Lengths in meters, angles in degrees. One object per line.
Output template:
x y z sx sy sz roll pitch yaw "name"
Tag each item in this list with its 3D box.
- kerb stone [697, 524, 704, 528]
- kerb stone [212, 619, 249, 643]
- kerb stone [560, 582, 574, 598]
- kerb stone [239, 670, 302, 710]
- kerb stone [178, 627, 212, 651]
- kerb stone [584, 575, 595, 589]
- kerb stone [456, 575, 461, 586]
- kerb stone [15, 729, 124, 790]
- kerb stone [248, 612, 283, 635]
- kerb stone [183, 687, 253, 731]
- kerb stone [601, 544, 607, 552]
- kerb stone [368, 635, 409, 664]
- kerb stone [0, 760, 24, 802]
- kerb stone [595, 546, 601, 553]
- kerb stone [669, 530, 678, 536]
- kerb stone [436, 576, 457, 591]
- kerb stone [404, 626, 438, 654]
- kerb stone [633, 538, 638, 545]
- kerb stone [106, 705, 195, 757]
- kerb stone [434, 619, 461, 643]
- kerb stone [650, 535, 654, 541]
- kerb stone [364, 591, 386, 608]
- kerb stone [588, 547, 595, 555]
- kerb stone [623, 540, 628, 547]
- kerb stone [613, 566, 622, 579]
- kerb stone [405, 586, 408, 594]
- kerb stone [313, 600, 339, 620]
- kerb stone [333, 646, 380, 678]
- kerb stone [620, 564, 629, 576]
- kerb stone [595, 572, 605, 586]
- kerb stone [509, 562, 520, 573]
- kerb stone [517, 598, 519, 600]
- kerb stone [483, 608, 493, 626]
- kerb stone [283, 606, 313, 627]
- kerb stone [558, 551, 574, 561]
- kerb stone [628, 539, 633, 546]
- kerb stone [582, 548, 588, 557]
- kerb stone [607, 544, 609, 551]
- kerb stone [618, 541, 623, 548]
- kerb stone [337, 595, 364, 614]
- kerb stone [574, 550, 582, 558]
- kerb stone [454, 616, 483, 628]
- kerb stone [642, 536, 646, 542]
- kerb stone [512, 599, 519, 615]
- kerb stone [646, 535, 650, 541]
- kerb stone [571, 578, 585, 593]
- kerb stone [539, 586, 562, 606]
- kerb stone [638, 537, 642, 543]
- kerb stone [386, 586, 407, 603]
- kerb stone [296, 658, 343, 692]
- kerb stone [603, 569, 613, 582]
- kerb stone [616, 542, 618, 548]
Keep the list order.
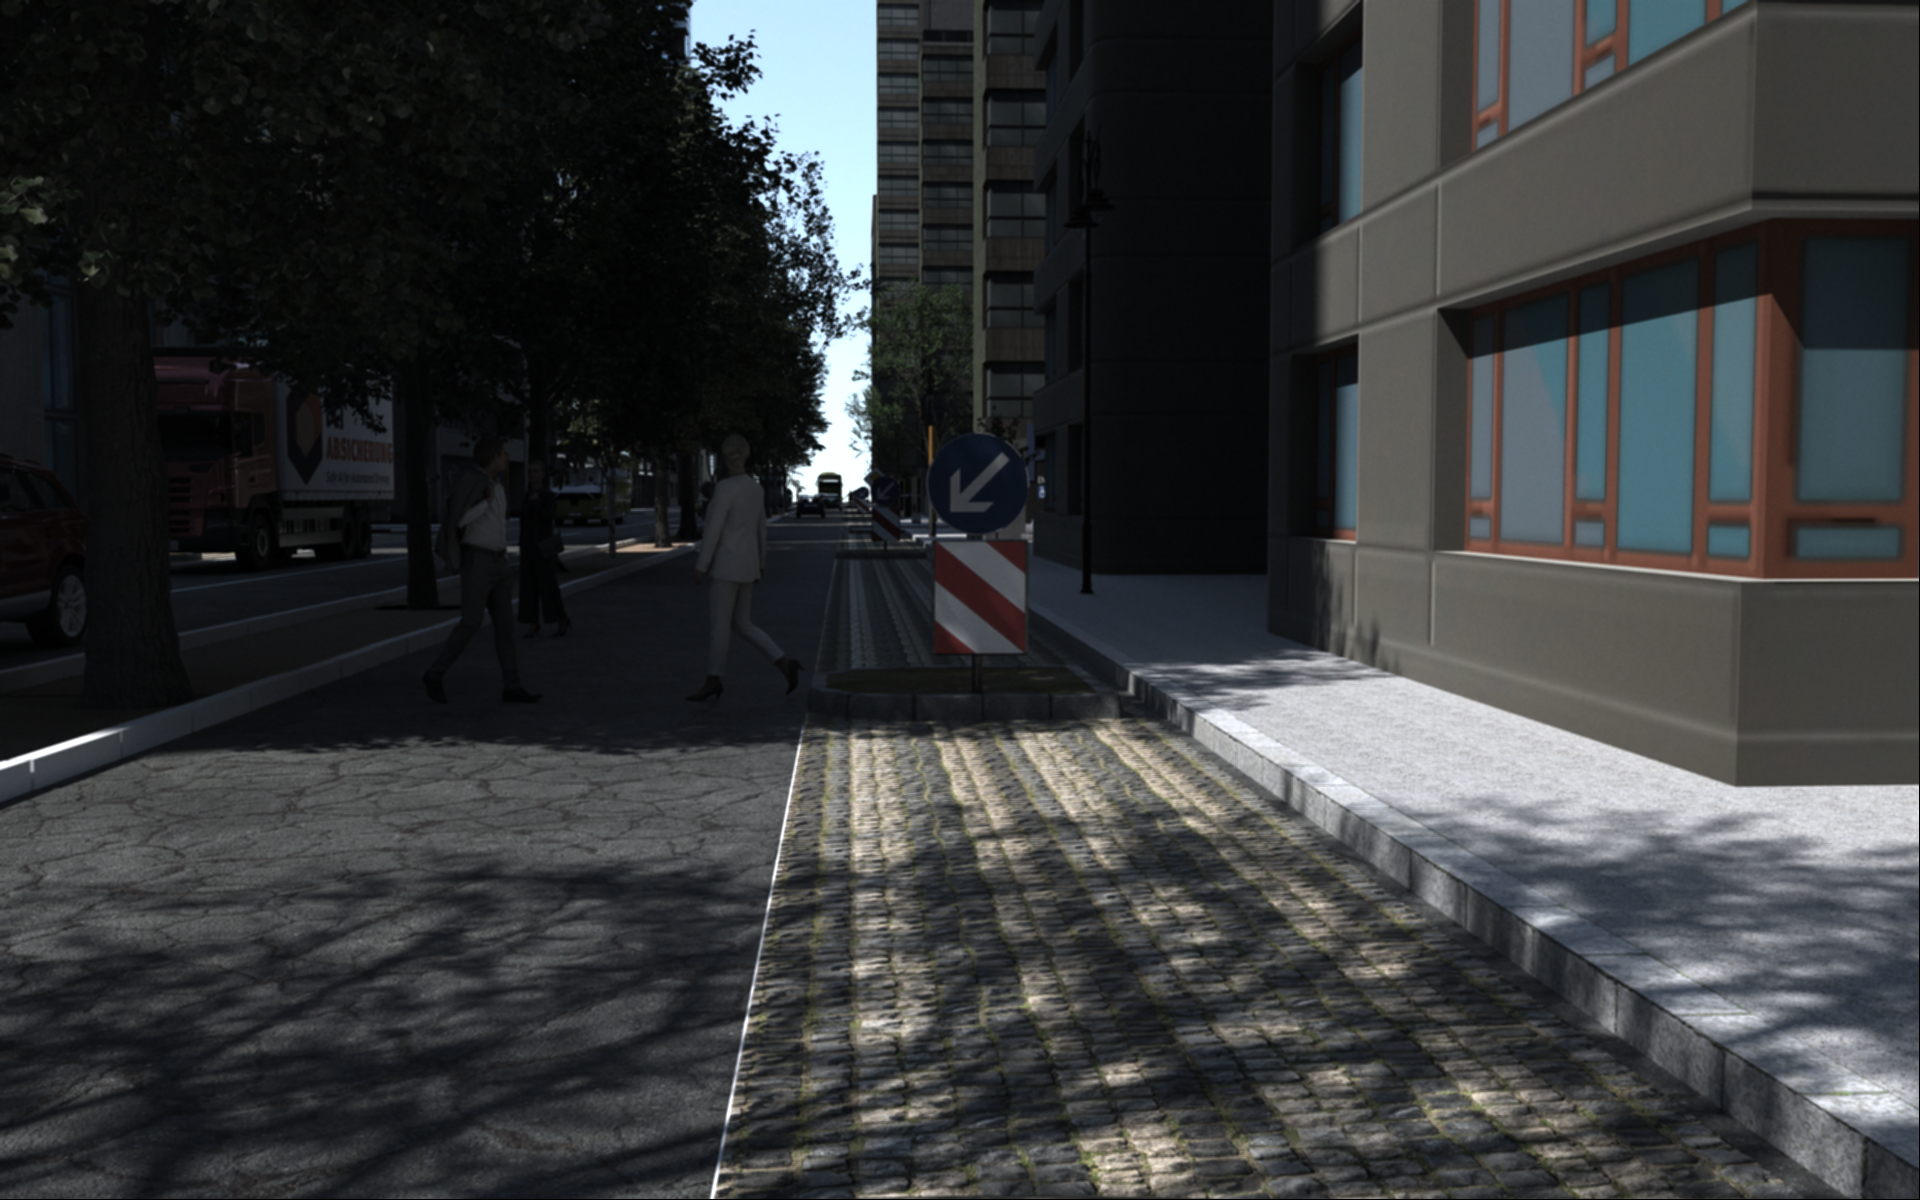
-10.817 -3.089 72.737 0.120 0.150 1.000 0 4 -4 "kerb stone"
-7.208 0.324 16.934 0.120 0.150 1.000 0 4 -4 "kerb stone"
-5.562 -0.116 24.191 0.120 0.150 1.000 0 4 -4 "kerb stone"
-4.773 0.628 11.935 0.120 0.150 1.000 0 4 -4 "kerb stone"
-7.139 0.384 15.914 0.120 0.150 1.000 0 4 -4 "kerb stone"
-5.699 -0.247 26.240 0.120 0.150 1.000 0 4 -4 "kerb stone"
-7.864 -0.303 27.152 0.120 0.150 1.000 0 4 -4 "kerb stone"
-4.567 0.815 8.867 0.120 0.150 1.000 0 4 -4 "kerb stone"
-7.268 0.259 17.958 0.120 0.150 1.000 0 4 -4 "kerb stone"
-4.705 0.693 10.914 0.120 0.150 1.000 0 4 -4 "kerb stone"
-8.859 -1.239 42.494 0.120 0.150 1.000 0 4 -4 "kerb stone"
-4.981 0.442 14.995 0.120 0.150 1.000 0 4 -4 "kerb stone"
-4.508 0.878 7.847 0.120 0.150 1.000 0 4 -4 "kerb stone"
-8.795 -1.179 41.473 0.120 0.150 1.000 0 4 -4 "kerb stone"
-10.052 -2.367 60.888 0.120 0.150 1.000 0 4 -4 "kerb stone"
-7.796 -0.238 26.132 0.120 0.150 1.000 0 4 -4 "kerb stone"
-5.034 0.378 16.016 0.120 0.150 1.000 0 4 -4 "kerb stone"
-9.246 -1.614 48.621 0.120 0.150 1.000 0 4 -4 "kerb stone"
-4.636 0.753 9.887 0.120 0.150 1.000 0 4 -4 "kerb stone"
-5.099 0.321 17.036 0.120 0.150 1.000 0 4 -4 "kerb stone"
-9.517 -1.867 52.715 0.120 0.150 1.000 0 4 -4 "kerb stone"
-7.529 0.014 22.041 0.120 0.150 1.000 0 4 -4 "kerb stone"
-8.728 -1.111 40.454 0.120 0.150 1.000 0 4 -4 "kerb stone"
-9.126 -1.491 46.579 0.120 0.150 1.000 0 4 -4 "kerb stone"
-5.898 -0.436 29.318 0.120 0.150 1.000 0 4 -4 "kerb stone"
-7.665 -0.116 24.086 0.120 0.150 1.000 0 4 -4 "kerb stone"
-7.407 0.138 19.998 0.120 0.150 1.000 0 4 -4 "kerb stone"
-4.900 0.507 13.976 0.120 0.150 1.000 0 4 -4 "kerb stone"
-5.961 -0.497 30.338 0.120 0.150 1.000 0 4 -4 "kerb stone"
-5.760 -0.305 27.268 0.120 0.150 1.000 0 4 -4 "kerb stone"
-8.195 -0.616 32.263 0.120 0.150 1.000 0 4 -4 "kerb stone"
-5.369 0.066 21.118 0.120 0.150 1.000 0 4 -4 "kerb stone"
-5.238 0.192 19.076 0.120 0.150 1.000 0 4 -4 "kerb stone"
-7.335 0.198 18.979 0.120 0.150 1.000 0 4 -4 "kerb stone"
-8.524 -0.928 37.383 0.120 0.150 1.000 0 4 -4 "kerb stone"
-9.180 -1.551 47.600 0.120 0.150 1.000 0 4 -4 "kerb stone"
-8.659 -1.052 39.429 0.120 0.150 1.000 0 4 -4 "kerb stone"
-8.925 -1.298 43.518 0.120 0.150 1.000 0 4 -4 "kerb stone"
-9.059 -1.426 45.557 0.120 0.150 1.000 0 4 -4 "kerb stone"
-7.464 0.072 21.019 0.120 0.150 1.000 0 4 -4 "kerb stone"
-8.587 -0.992 38.409 0.120 0.150 1.000 0 4 -4 "kerb stone"
-5.167 0.253 18.056 0.120 0.150 1.000 0 4 -4 "kerb stone"
-9.384 -1.741 50.661 0.120 0.150 1.000 0 4 -4 "kerb stone"
-5.299 0.128 20.098 0.120 0.150 1.000 0 4 -4 "kerb stone"
-9.452 -1.804 51.690 0.120 0.150 1.000 0 4 -4 "kerb stone"
-5.636 -0.185 25.218 0.120 0.150 1.000 0 4 -4 "kerb stone"
-5.507 -0.059 23.166 0.120 0.150 1.000 0 4 -4 "kerb stone"
-9.315 -1.679 49.641 0.120 0.150 1.000 0 4 -4 "kerb stone"
-7.591 -0.045 23.067 0.120 0.150 1.000 0 4 -4 "kerb stone"
-4.842 0.575 12.956 0.120 0.150 1.000 0 4 -4 "kerb stone"
-5.832 -0.373 28.288 0.120 0.150 1.000 0 4 -4 "kerb stone"
-8.987 -1.366 44.538 0.120 0.150 1.000 0 4 -4 "kerb stone"
